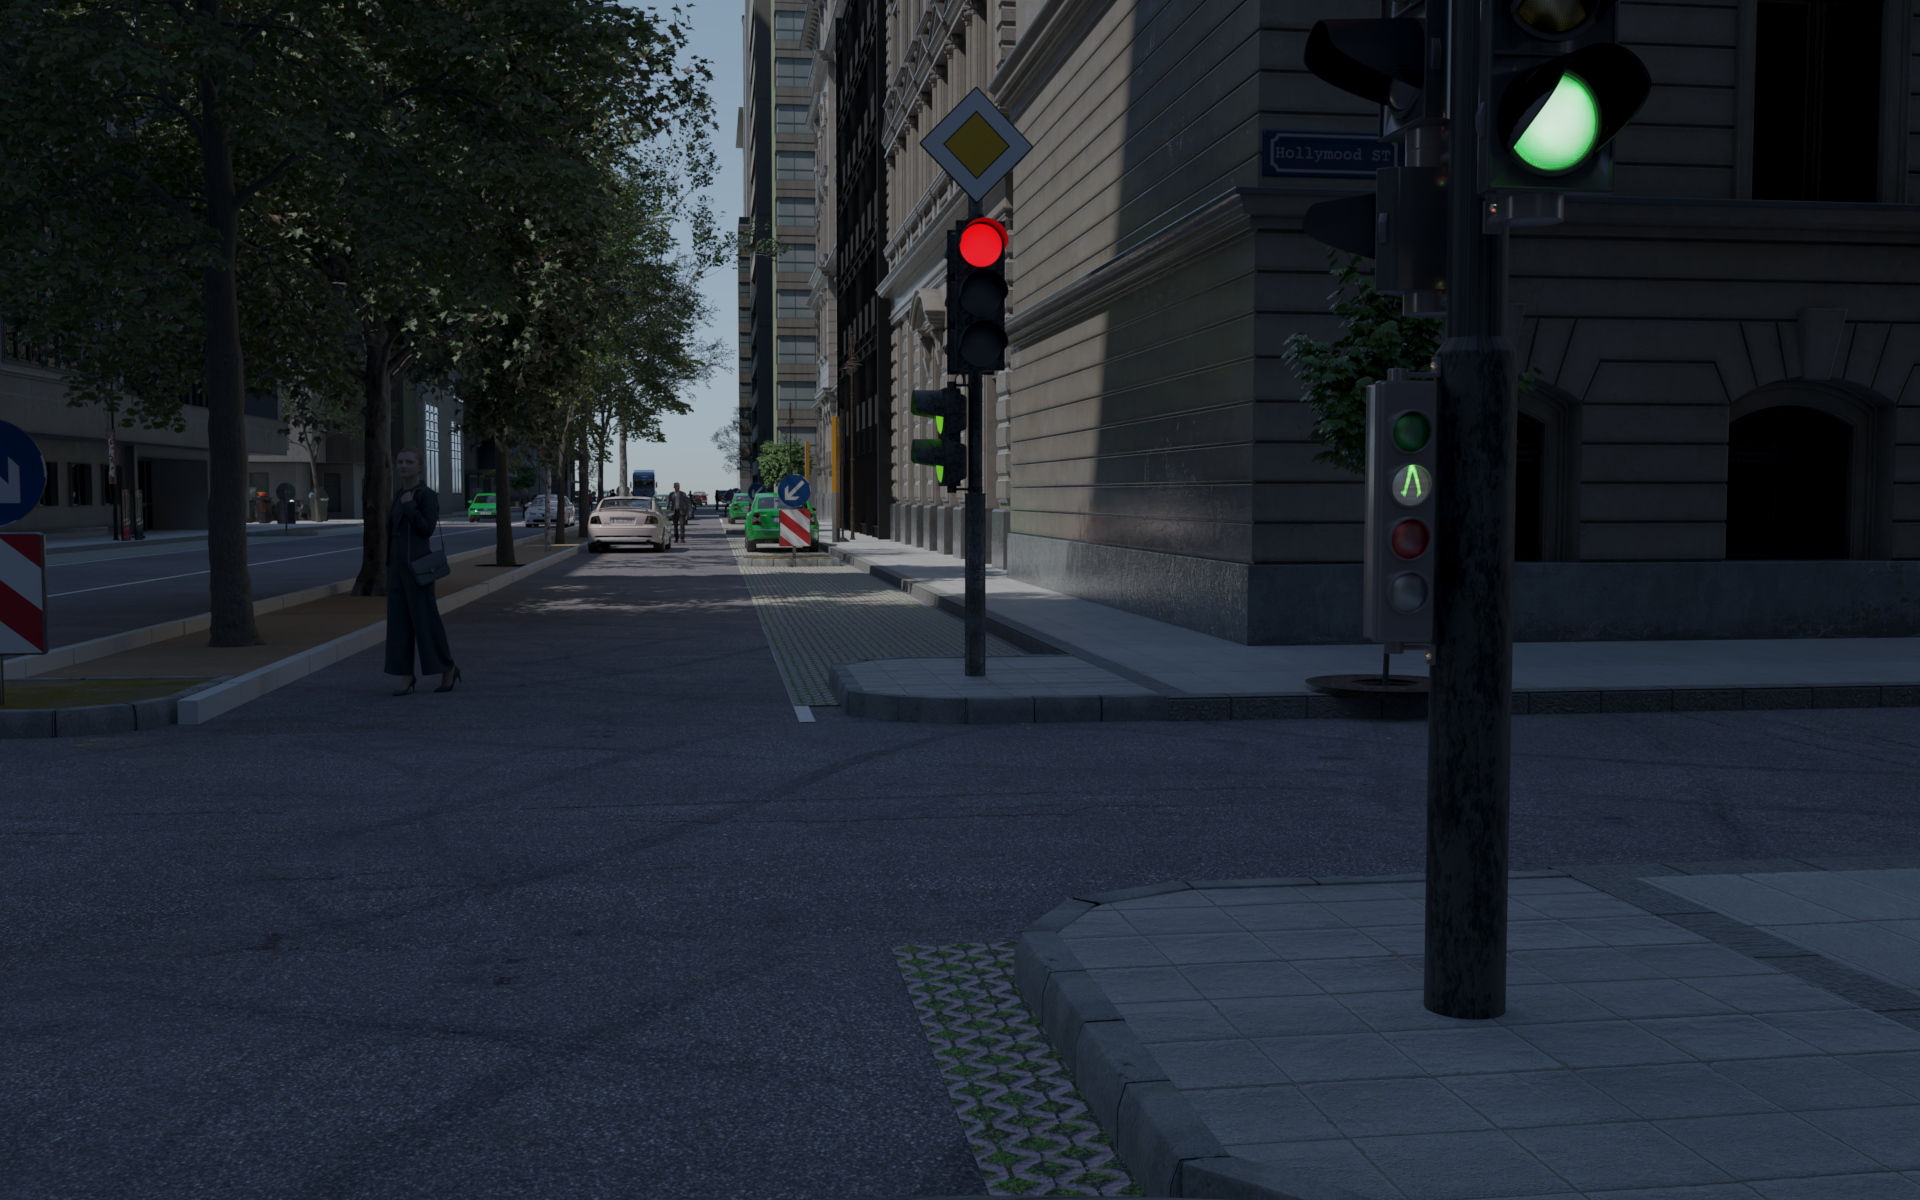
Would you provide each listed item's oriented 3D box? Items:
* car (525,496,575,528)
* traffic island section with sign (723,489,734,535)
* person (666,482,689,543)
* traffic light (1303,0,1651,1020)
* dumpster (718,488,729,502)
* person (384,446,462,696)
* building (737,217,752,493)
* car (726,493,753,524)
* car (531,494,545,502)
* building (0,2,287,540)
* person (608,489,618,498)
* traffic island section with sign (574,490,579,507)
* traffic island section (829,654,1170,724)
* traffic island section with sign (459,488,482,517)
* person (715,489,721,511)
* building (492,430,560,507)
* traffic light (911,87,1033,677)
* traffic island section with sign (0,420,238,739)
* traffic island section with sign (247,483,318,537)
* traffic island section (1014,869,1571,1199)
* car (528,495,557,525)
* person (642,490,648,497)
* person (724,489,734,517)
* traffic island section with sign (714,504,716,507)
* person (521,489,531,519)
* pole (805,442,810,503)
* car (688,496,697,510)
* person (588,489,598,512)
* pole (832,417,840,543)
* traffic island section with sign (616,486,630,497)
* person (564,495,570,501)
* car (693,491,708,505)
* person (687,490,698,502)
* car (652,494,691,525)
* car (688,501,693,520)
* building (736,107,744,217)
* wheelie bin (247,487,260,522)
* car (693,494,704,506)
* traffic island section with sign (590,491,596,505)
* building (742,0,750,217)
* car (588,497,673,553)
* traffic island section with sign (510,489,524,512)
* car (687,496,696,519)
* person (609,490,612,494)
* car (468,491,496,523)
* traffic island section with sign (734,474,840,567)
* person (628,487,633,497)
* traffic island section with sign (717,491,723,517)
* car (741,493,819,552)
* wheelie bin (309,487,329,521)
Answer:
[{"bbox_3d":[-17.916,-3.881,75.816,2.083,1.381,4.827,0,4,-8],"label":"car"},{"bbox_3d":[-7.326,-3.237,61.549,1.989,1.847,2.006,-1,4,-8],"label":"traffic island section with sign"},{"bbox_3d":[-8.252,-2.557,50.699,0.661,1.777,0.834,-1,4,-14],"label":"person"},{"bbox_3d":[-0.828,-1.781,3.788,4.771,5.953,1.251,-1,4,-8],"label":"traffic light"},{"bbox_3d":[-33.087,-14.454,241.271,1.985,2.255,1.502,0,4,-8],"label":"dumpster"},{"bbox_3d":[-3.913,-0.216,12.448,0.576,1.772,0.534,1,4,16],"label":"person"},{"bbox_3d":[-16.371,-25.156,182.998,14.160,30.474,14.107,-1,4,-8],"label":"building"},{"bbox_3d":[-10.186,-4.538,83.000,1.959,1.807,4.718,-1,4,-10],"label":"car"},{"bbox_3d":[-35.414,-8.343,146.195,2.009,1.686,4.222,-1,4,-8],"label":"car"},{"bbox_3d":[-31.474,-14.275,52.457,14.314,24.678,30.058,-1,4,-8],"label":"building"},{"bbox_3d":[-28.353,-8.158,141.519,0.705,1.869,1.348,3,5,39],"label":"person"},{"bbox_3d":[-42.069,-11.135,190.678,1.989,1.847,2.006,-1,4,-8],"label":"traffic island section with sign"},{"bbox_3d":[0.130,0.614,12.250,2.009,0.180,2.903,-1,4,-8],"label":"traffic island section"},{"bbox_3d":[-30.129,-6.081,108.050,1.989,1.847,2.006,-1,4,-8],"label":"traffic island section with sign"},{"bbox_3d":[-20.405,-8.395,145.769,0.705,1.822,1.348,-2,4,-29],"label":"person"},{"bbox_3d":[-53.432,-38.921,178.351,21.231,58.520,28.212,-1,4,-8],"label":"building"},{"bbox_3d":[0.088,-1.420,12.130,0.839,4.253,0.868,-1,4,-8],"label":"traffic light"},{"bbox_3d":[-5.916,-0.177,11.038,2.006,1.907,1.989,-1,4,-8],"label":"traffic island section with sign"},{"bbox_3d":[-23.044,-3.084,59.048,1.989,1.847,2.006,-1,4,-8],"label":"traffic island section with sign"},{"bbox_3d":[1.271,1.097,4.346,2.009,0.180,2.903,-1,4,-8],"label":"traffic island section"},{"bbox_3d":[-19.593,-4.332,82.827,2.014,1.417,4.499,-1,4,-10],"label":"car"},{"bbox_3d":[-21.555,-6.675,118.552,0.530,1.710,0.541,-1,4,-17],"label":"person"},{"bbox_3d":[-14.299,-5.998,107.010,0.683,1.767,0.568,-1,4,-15],"label":"person"},{"bbox_3d":[-18.292,-7.879,137.448,1.989,1.847,2.006,-1,4,-8],"label":"traffic island section with sign"},{"bbox_3d":[-25.281,-5.624,100.998,0.990,1.755,0.434,3,5,40],"label":"person"},{"bbox_3d":[-5.931,-4.491,67.277,0.158,3.312,0.155,0,3,0],"label":"pole"},{"bbox_3d":[-24.408,-8.670,154.337,1.945,1.354,3.894,0,4,-7],"label":"car"},{"bbox_3d":[-24.668,-6.507,115.616,1.217,1.743,0.721,0,4,-1],"label":"person"},{"bbox_3d":[-3.272,-3.171,45.687,0.158,3.312,0.155,0,3,0],"label":"pole"},{"bbox_3d":[-16.665,-4.726,85.406,2.006,1.907,1.989,-1,4,-8],"label":"traffic island section with sign"},{"bbox_3d":[-30.462,-7.569,132.330,0.705,1.814,1.350,3,5,44],"label":"person"},{"bbox_3d":[-33.981,-13.293,226.011,2.281,1.827,5.304,-1,4,-8],"label":"car"},{"bbox_3d":[-22.026,-8.115,141.892,1.217,1.735,0.721,-3,5,-41],"label":"person"},{"bbox_3d":[-13.684,-4.232,80.985,2.131,1.459,4.920,0,4,-7],"label":"car"},{"bbox_3d":[-15.761,-5.112,95.583,2.014,1.417,4.499,0,4,-7],"label":"car"},{"bbox_3d":[-15.280,-39.346,232.552,28.713,52.752,27.495,-1,4,-8],"label":"building"},{"bbox_3d":[-32.181,-4.319,78.521,0.980,1.594,0.693,0,4,-3],"label":"wheelie bin"},{"bbox_3d":[-31.280,-11.884,204.519,2.015,1.641,3.980,0,4,-7],"label":"car"},{"bbox_3d":[-45.908,-12.767,217.359,1.989,1.847,2.006,-1,4,-8],"label":"traffic island section with sign"},{"bbox_3d":[-14.787,-40.472,203.709,21.231,58.520,28.212,-1,4,-8],"label":"building"},{"bbox_3d":[-8.339,-1.927,43.873,2.083,1.381,4.827,0,4,-6],"label":"car"},{"bbox_3d":[-34.005,-7.721,134.873,1.989,1.847,2.006,-1,4,-8],"label":"traffic island section with sign"},{"bbox_3d":[-16.516,-5.459,101.839,1.945,1.354,3.894,0,4,-7],"label":"car"},{"bbox_3d":[-31.450,-9.017,155.920,0.705,1.826,1.348,-1,4,-20],"label":"person"},{"bbox_3d":[-23.993,-4.865,88.331,1.959,1.807,4.718,-1,4,-10],"label":"car"},{"bbox_3d":[-3.478,-1.605,34.868,1.989,1.847,2.006,-1,4,-8],"label":"traffic island section with sign"},{"bbox_3d":[-17.823,-5.158,92.849,1.348,1.823,0.705,3,5,41],"label":"person"},{"bbox_3d":[-14.375,-6.223,110.378,1.989,1.847,2.006,-1,4,-8],"label":"traffic island section with sign"},{"bbox_3d":[-4.552,-2.145,43.865,1.959,1.807,4.718,0,4,-8],"label":"car"},{"bbox_3d":[-30.083,-4.482,81.187,0.693,1.594,0.980,1,4,21],"label":"wheelie bin"}]
